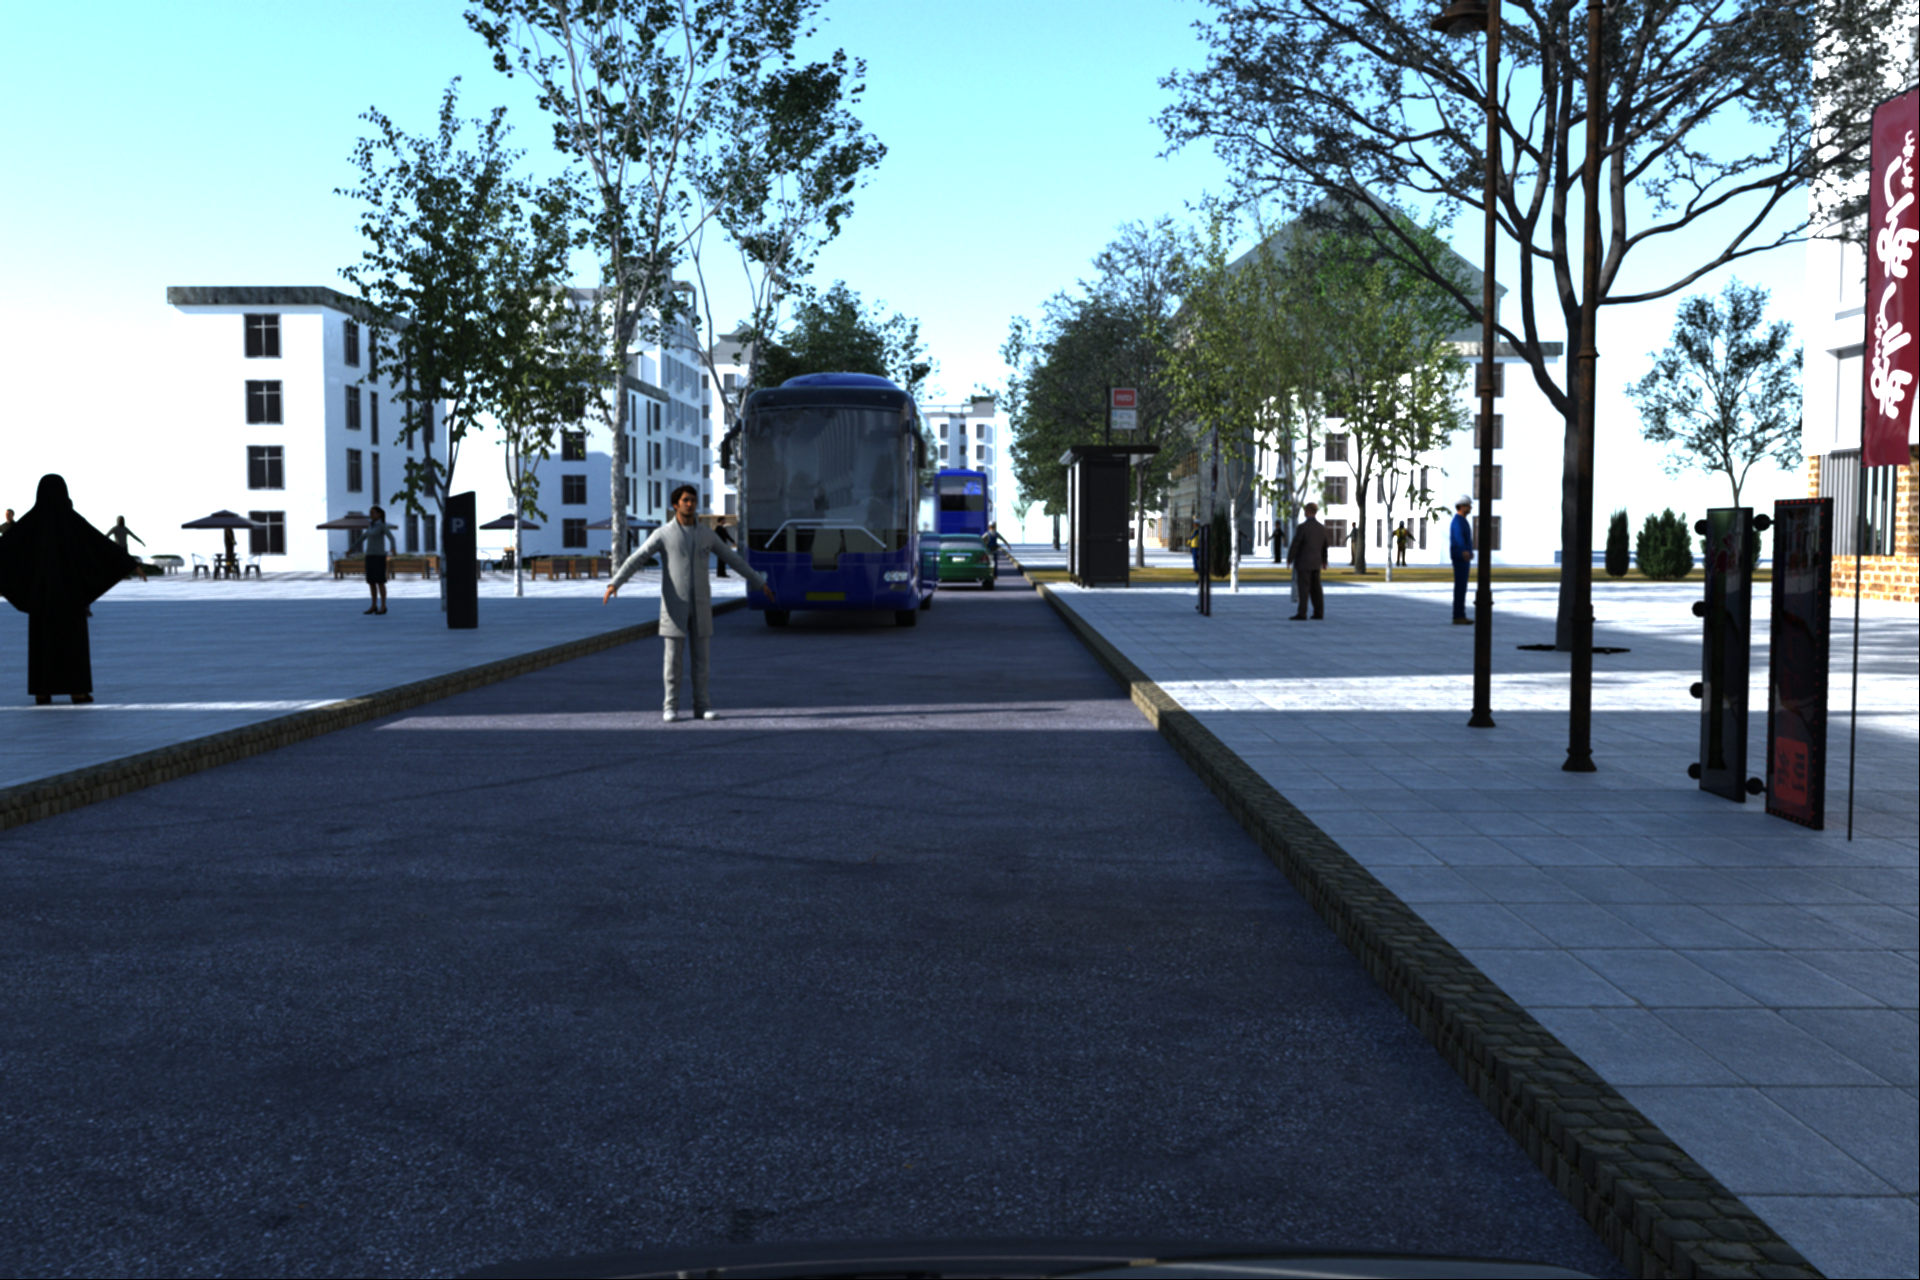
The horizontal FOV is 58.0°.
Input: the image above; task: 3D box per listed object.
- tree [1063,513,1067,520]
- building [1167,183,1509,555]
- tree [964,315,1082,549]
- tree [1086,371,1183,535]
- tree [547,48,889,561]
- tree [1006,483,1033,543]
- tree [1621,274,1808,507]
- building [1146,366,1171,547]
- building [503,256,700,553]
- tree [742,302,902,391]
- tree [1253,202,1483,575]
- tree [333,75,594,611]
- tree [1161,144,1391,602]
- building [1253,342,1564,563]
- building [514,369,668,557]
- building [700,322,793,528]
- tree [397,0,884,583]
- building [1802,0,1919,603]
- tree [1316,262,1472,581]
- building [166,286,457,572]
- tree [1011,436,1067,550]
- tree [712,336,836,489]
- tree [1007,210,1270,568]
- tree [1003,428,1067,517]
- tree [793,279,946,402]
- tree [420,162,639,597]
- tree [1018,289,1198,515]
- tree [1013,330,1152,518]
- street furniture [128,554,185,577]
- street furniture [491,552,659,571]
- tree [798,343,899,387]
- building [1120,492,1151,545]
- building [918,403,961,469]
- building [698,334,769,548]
[{"bbox_3d":[16.658,-17.935,243.605,4.360,8.622,3.978,0,3,0],"label":"tree"},{"bbox_3d":[24.348,-17.469,116.553,19.493,23.208,18.063,0,4,1],"label":"building"},{"bbox_3d":[7.224,-18.025,150.603,12.611,20.169,13.585,0,3,0],"label":"tree"},{"bbox_3d":[7.499,-7.765,77.320,4.737,8.622,4.395,0,3,0],"label":"tree"},{"bbox_3d":[-9.561,-13.007,68.561,12.611,20.169,13.585,0,3,0],"label":"tree"},{"bbox_3d":[9.093,-17.844,242.109,4.360,8.622,3.978,0,3,0],"label":"tree"},{"bbox_3d":[27.779,-7.768,61.418,8.767,10.594,7.601,2,4,27],"label":"tree"},{"bbox_3d":[24.699,-19.851,180.982,16.016,20.090,11.380,0,4,1],"label":"building"},{"bbox_3d":[-25.025,-16.070,119.159,16.016,20.090,11.380,0,4,1],"label":"building"},{"bbox_3d":[-7.650,-11.620,96.646,9.857,13.997,8.962,0,3,0],"label":"tree"},{"bbox_3d":[12.857,-7.908,55.049,9.928,11.665,9.643,0,3,0],"label":"tree"},{"bbox_3d":[-8.495,-4.803,28.889,4.737,8.622,4.395,0,3,0],"label":"tree"},{"bbox_3d":[6.519,-5.023,32.481,4.360,8.622,3.978,0,3,0],"label":"tree"},{"bbox_3d":[21.862,-9.026,89.715,9.099,9.664,28.070,0,4,1],"label":"building"},{"bbox_3d":[-21.767,-9.805,102.451,9.099,9.664,28.070,0,4,1],"label":"building"},{"bbox_3d":[-22.154,-21.921,189.328,19.493,23.208,18.063,0,4,0],"label":"building"},{"bbox_3d":[-8.446,-11.643,46.257,12.611,20.169,13.585,0,3,0],"label":"tree"},{"bbox_3d":[22.785,-10.860,33.976,16.016,20.090,11.380,0,4,1],"label":"building"},{"bbox_3d":[11.592,-5.878,46.462,4.737,8.622,4.395,0,3,0],"label":"tree"},{"bbox_3d":[-25.934,-7.992,72.818,9.099,9.664,28.070,0,4,0],"label":"building"},{"bbox_3d":[7.575,-12.358,136.464,8.767,10.594,7.601,2,4,34],"label":"tree"},{"bbox_3d":[-8.220,-9.035,82.138,7.601,10.594,8.767,-1,4,-11],"label":"tree"},{"bbox_3d":[6.980,-9.534,66.255,12.009,13.543,11.850,0,3,0],"label":"tree"},{"bbox_3d":[7.429,-11.333,119.708,8.767,10.594,7.601,-3,5,-43],"label":"tree"},{"bbox_3d":[-7.371,-16.594,127.202,12.611,20.169,13.585,0,3,0],"label":"tree"},{"bbox_3d":[-8.838,-5.202,35.407,4.737,8.622,4.395,0,3,0],"label":"tree"},{"bbox_3d":[7.906,-11.277,91.036,9.857,13.997,8.962,0,3,0],"label":"tree"},{"bbox_3d":[7.453,-12.068,103.972,9.857,13.997,8.962,0,3,0],"label":"tree"},{"bbox_3d":[-29.100,-2.290,53.073,10.072,0.657,5.734,0,4,2],"label":"street furniture"},{"bbox_3d":[-14.565,-3.063,65.705,5.734,0.657,10.072,0,4,-2],"label":"street furniture"},{"bbox_3d":[-7.747,-12.589,112.484,9.857,13.997,8.962,0,3,0],"label":"tree"},{"bbox_3d":[22.493,-16.064,204.796,9.099,9.664,28.070,0,4,1],"label":"building"},{"bbox_3d":[-5.992,-23.401,241.476,11.380,20.090,16.016,0,4,-1],"label":"building"},{"bbox_3d":[-24.322,-18.857,164.728,16.016,20.090,11.380,0,3,0],"label":"building"}]
